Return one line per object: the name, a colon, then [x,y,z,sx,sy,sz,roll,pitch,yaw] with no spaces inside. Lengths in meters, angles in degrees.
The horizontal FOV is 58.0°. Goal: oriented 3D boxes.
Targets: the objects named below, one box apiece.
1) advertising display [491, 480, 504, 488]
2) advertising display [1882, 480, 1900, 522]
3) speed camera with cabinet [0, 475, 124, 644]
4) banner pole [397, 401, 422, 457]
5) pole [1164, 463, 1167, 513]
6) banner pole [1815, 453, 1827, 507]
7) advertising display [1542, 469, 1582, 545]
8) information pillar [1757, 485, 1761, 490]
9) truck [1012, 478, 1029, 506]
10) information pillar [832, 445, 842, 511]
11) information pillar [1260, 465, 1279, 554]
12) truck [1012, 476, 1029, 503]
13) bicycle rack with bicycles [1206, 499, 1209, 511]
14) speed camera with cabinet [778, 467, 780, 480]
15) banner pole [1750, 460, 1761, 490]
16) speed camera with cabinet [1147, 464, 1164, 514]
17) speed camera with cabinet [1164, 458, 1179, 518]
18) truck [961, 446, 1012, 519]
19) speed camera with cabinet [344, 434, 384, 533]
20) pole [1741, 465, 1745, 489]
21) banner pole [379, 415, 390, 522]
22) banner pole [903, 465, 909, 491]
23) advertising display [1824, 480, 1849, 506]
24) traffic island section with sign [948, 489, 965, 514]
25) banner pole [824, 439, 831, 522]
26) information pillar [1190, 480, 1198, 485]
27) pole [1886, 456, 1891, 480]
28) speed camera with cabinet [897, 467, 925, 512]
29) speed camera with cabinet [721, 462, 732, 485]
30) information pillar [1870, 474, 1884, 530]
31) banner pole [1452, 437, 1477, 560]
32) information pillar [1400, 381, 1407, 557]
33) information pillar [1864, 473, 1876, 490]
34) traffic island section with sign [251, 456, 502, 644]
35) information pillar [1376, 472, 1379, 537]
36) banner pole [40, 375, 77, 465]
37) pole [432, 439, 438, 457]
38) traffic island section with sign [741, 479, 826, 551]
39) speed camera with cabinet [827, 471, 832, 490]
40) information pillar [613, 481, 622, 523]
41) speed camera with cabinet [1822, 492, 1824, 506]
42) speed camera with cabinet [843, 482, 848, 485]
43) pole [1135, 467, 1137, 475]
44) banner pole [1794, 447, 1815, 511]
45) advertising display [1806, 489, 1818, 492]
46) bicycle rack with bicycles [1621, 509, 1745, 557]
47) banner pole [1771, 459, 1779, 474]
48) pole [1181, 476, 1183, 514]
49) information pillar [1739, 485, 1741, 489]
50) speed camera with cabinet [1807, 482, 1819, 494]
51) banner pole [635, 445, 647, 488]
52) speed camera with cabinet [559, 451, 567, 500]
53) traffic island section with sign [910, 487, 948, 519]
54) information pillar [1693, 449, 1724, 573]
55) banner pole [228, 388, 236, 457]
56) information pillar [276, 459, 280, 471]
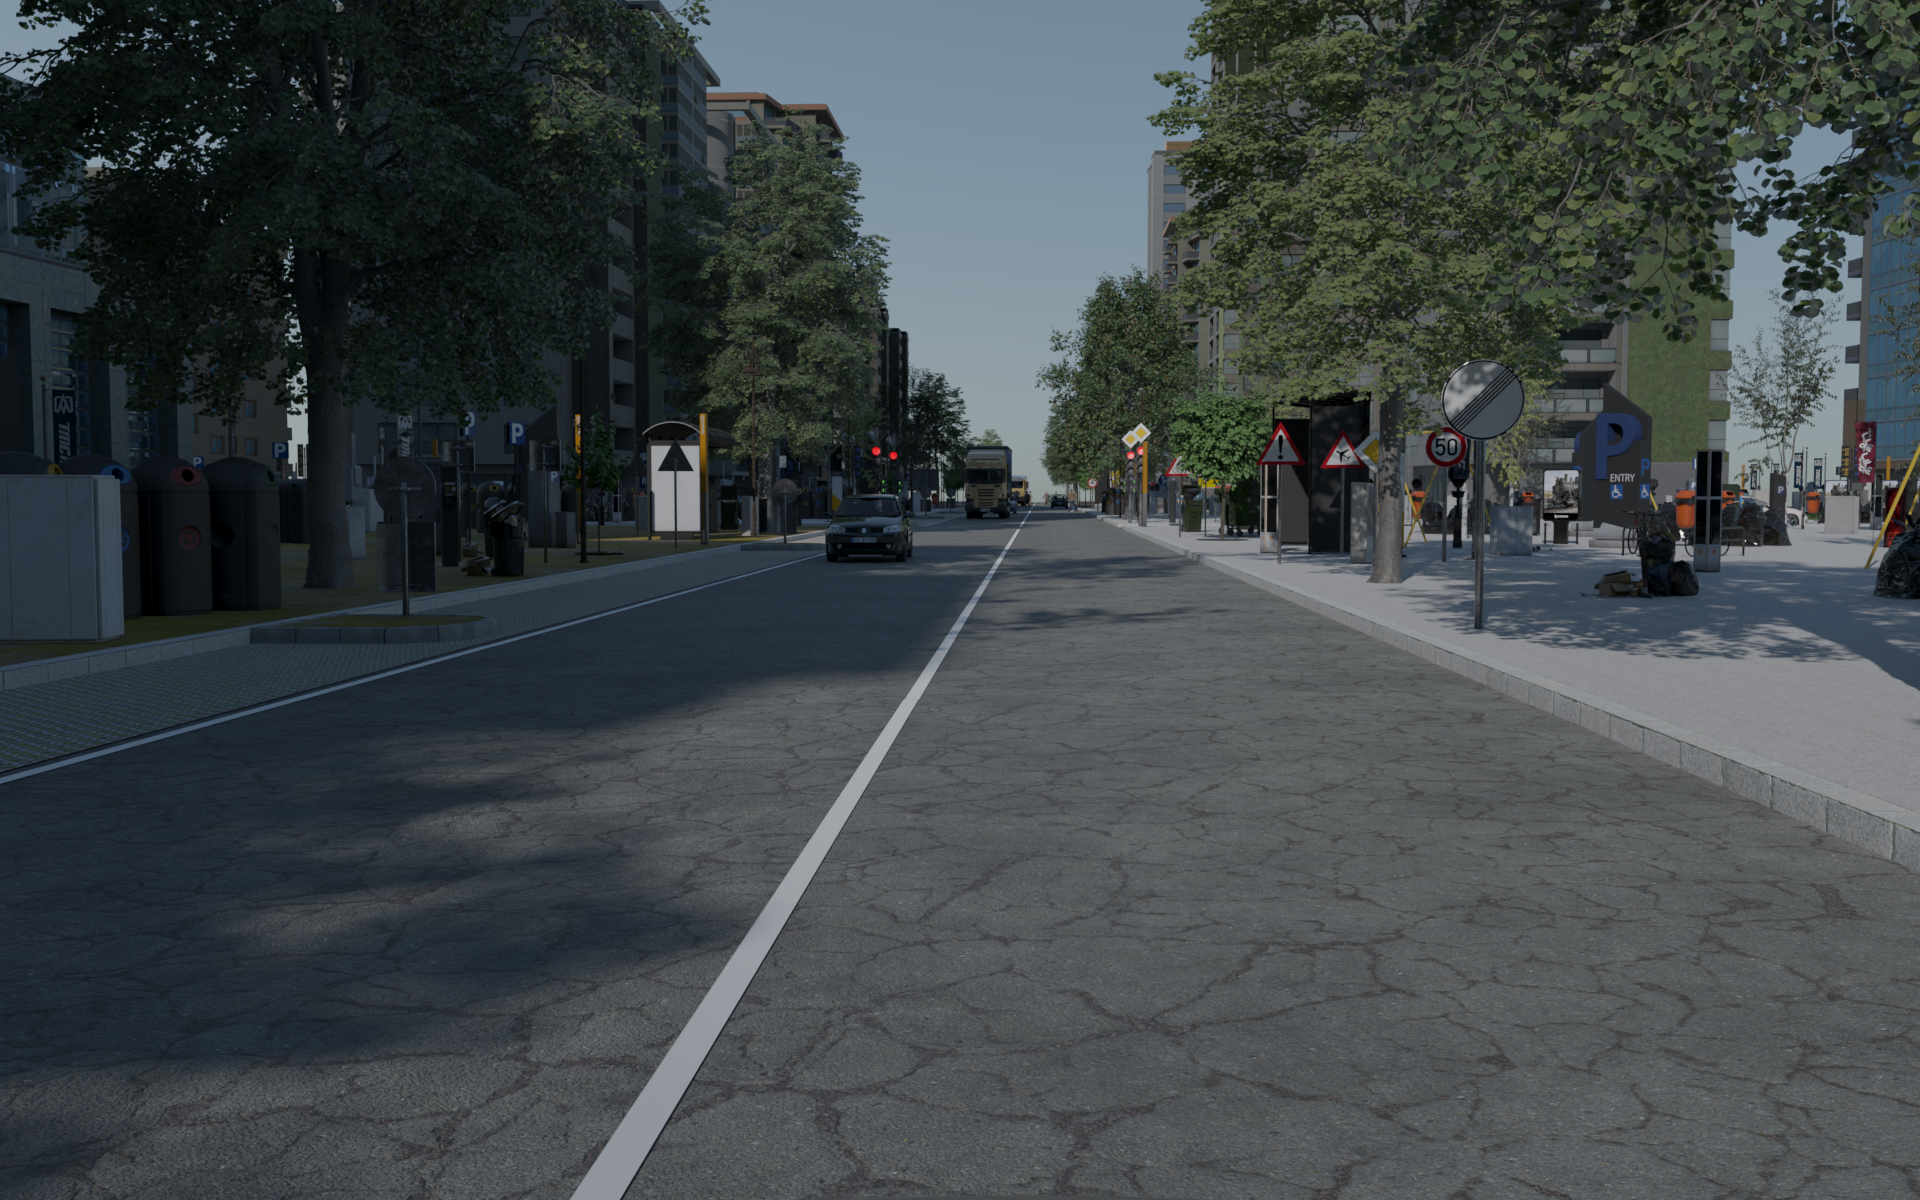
advertising display: [-21.608,-4.632,80.948,0.123,1.923,0.974,1,4,17]
advertising display: [42.256,-4.507,78.911,0.123,1.923,0.974,-3,4,-38]
speed camera with cabinet: [-8.425,-1.262,14.965,2.038,3.252,0.660,0,4,-7]
banner pole: [-14.495,-3.413,45.814,0.863,3.779,0.401,-3,5,-41]
pole: [13.679,-7.425,115.245,0.158,3.312,0.155,0,3,0]
banner pole: [52.515,-7.075,105.686,0.863,3.779,0.401,1,4,22]
advertising display: [15.385,-2.390,44.294,0.974,1.923,0.123,3,5,43]
information pillar: [64.936,-8.337,140.800,0.304,2.012,0.304,2,4,24]
truck: [6.502,-12.768,204.686,3.469,3.379,9.791,0,4,4]
information pillar: [-5.808,-5.550,82.101,0.504,3.616,0.183,0,4,-3]
information pillar: [6.683,-2.013,37.410,0.304,2.012,0.304,-1,4,-11]
truck: [8.970,-16.444,258.623,2.967,4.110,18.799,0,4,4]
bicycle rack with bicycles: [18.273,-6.499,119.639,2.852,0.926,2.925,-1,4,-16]
speed camera with cabinet: [-12.311,-7.981,124.822,2.038,3.252,0.660,1,4,14]
banner pole: [58.165,-8.352,126.568,0.863,3.779,0.401,3,4,39]
speed camera with cabinet: [12.766,-7.289,113.512,0.660,3.252,2.038,-2,4,-27]
speed camera with cabinet: [11.650,-6.139,94.707,0.660,3.252,2.038,0,4,5]
truck: [1.725,-6.979,103.026,2.839,4.237,11.283,0,4,3]
speed camera with cabinet: [-19.889,-3.858,57.415,0.660,3.252,2.038,1,4,10]
pole: [54.404,-7.738,120.351,0.158,3.312,0.155,0,3,0]
banner pole: [-18.130,-3.949,54.582,0.401,3.779,0.863,0,4,4]
banner pole: [-4.585,-9.661,147.972,0.863,3.779,0.401,1,4,20]
advertising display: [40.046,-4.523,79.158,0.974,1.923,0.123,3,5,44]
traffic island section with sign: [-0.626,-7.226,126.777,1.989,1.847,2.006,0,4,3]
banner pole: [-6.021,-5.472,79.485,0.401,3.779,0.863,0,3,0]
information pillar: [12.513,-5.396,92.709,0.304,2.012,0.304,-3,5,-44]
pole: [50.323,-6.122,93.930,0.158,3.312,0.155,0,3,0]
speed camera with cabinet: [-3.594,-8.146,127.525,2.038,3.252,0.660,-1,4,-16]
speed camera with cabinet: [-14.230,-6.887,106.943,0.660,3.252,2.038,-1,4,-23]
information pillar: [32.950,-3.533,62.258,0.304,2.012,0.304,0,4,5]
banner pole: [9.936,-2.686,33.932,0.401,3.779,0.863,-2,4,-24]
information pillar: [8.781,-2.667,34.966,0.504,3.616,0.183,-1,4,-22]
information pillar: [42.992,-5.535,81.859,0.183,3.616,0.504,-3,4,-36]
traffic island section with sign: [-5.738,-0.536,17.395,1.989,1.847,2.006,0,4,3]
information pillar: [11.726,-2.661,47.992,0.304,2.012,0.304,0,4,4]
banner pole: [-19.036,-2.845,36.537,0.863,3.779,0.401,-1,4,-8]
pole: [-19.442,-4.304,64.219,0.158,3.312,0.155,0,3,0]
traffic island section with sign: [-4.483,-2.183,44.321,1.989,1.847,2.006,0,4,3]
speed camera with cabinet: [-11.475,-9.552,150.515,0.660,3.252,2.038,2,4,27]
information pillar: [-15.368,-4.470,77.582,0.304,2.012,0.304,1,4,10]
speed camera with cabinet: [60.601,-7.646,119.352,0.660,3.252,2.038,-3,5,-45]
speed camera with cabinet: [-8.330,-8.830,138.709,2.038,3.252,0.660,-1,4,-18]
pole: [11.722,-7.461,115.830,0.158,3.312,0.155,0,3,0]
banner pole: [44.706,-6.239,92.017,0.401,3.779,0.863,-3,5,-43]
advertising display: [71.904,-8.632,146.340,0.974,1.923,0.123,2,4,35]
bicycle rack with bicycles: [14.810,-1.379,35.922,2.925,0.926,2.852,-3,5,-43]
banner pole: [58.348,-8.204,124.147,0.401,3.779,0.863,-2,4,-27]
pole: [14.472,-7.298,113.172,0.158,3.312,0.155,0,3,0]
information pillar: [65.792,-8.684,146.468,0.304,2.012,0.304,0,4,3]
speed camera with cabinet: [63.095,-8.183,128.129,0.660,3.252,2.038,2,4,34]
banner pole: [-16.141,-5.973,87.681,0.863,3.779,0.401,-1,4,-10]
speed camera with cabinet: [-16.350,-4.545,68.638,2.038,3.252,0.660,0,4,0]
traffic island section with sign: [-1.900,-5.548,99.334,1.989,1.847,2.006,0,4,3]
information pillar: [12.277,-1.463,28.417,0.304,2.012,0.304,-1,4,-22]
banner pole: [-14.582,-2.735,34.730,0.401,3.779,0.863,-2,4,-31]
information pillar: [-39.840,-6.728,101.354,0.183,3.616,0.504,0,4,5]
